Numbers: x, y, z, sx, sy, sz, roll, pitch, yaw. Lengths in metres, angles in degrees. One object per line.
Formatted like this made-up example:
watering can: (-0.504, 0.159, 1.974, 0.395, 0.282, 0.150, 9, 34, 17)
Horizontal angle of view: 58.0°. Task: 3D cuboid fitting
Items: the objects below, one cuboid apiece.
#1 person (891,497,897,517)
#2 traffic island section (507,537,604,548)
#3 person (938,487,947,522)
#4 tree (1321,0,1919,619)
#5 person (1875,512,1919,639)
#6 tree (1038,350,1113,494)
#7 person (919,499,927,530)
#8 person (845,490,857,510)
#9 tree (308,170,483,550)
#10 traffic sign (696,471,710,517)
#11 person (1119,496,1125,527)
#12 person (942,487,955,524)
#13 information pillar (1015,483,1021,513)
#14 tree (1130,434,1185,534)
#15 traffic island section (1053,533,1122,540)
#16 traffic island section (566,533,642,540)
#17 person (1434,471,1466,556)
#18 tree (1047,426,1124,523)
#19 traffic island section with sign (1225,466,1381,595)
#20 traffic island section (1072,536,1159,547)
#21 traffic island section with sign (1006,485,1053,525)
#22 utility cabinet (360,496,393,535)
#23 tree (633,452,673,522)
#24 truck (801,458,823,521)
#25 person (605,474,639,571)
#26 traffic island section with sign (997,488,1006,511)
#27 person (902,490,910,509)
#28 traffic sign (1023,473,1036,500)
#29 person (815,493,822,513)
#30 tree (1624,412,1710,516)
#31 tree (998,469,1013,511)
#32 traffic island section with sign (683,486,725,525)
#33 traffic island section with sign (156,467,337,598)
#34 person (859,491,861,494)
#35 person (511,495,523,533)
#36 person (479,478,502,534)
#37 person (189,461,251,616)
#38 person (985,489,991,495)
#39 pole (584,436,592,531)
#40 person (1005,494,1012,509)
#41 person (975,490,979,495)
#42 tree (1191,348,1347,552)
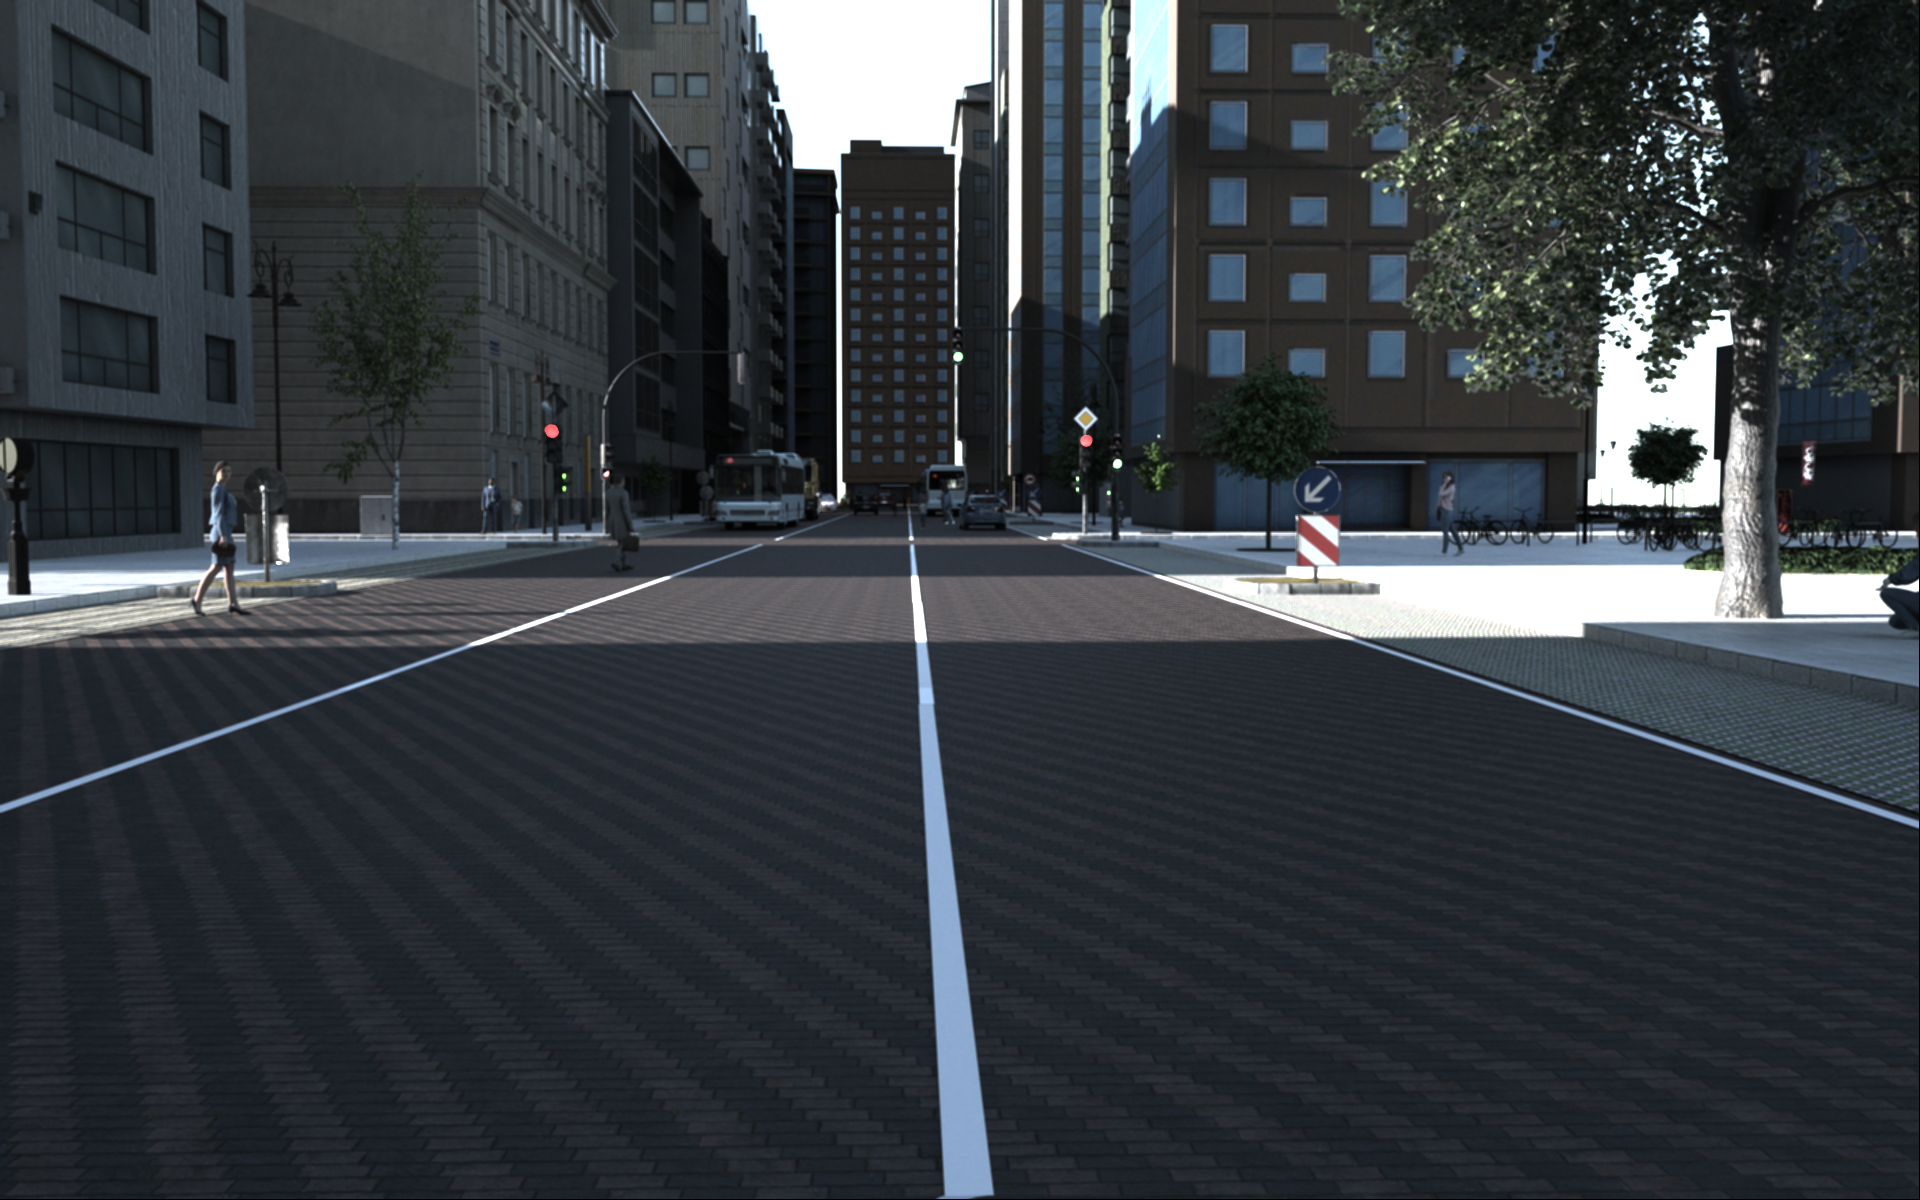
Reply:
person: (-4.127, -5.820, 108.323, 0.373, 1.253, 0.362, 3, 5, 43)
traffic island section: (-11.046, -1.527, 47.243, 2.009, 0.180, 2.903, 0, 4, -2)
person: (-0.874, -4.992, 90.476, 0.532, 1.782, 0.716, 1, 4, 18)
tree: (8.371, -6.792, 17.697, 9.857, 13.997, 8.962, 0, 3, 0)
person: (8.426, -0.234, 15.370, 0.738, 1.151, 1.012, 3, 5, 43)
tree: (6.186, -8.387, 87.487, 4.360, 8.622, 3.978, 0, 3, 0)
person: (-1.473, -3.401, 68.790, 0.332, 1.250, 0.352, 1, 4, 22)
person: (-9.549, -8.847, 153.157, 1.348, 1.823, 0.705, -1, 4, -14)
tree: (-13.073, -5.477, 39.911, 4.737, 8.622, 4.395, 0, 3, 0)
traffic sign: (-14.188, -5.840, 95.583, 0.768, 2.556, 0.104, 0, 4, 0)
person: (6.200, -3.420, 66.972, 0.382, 1.210, 0.505, 1, 4, 11)
person: (-0.528, -4.511, 82.515, 0.793, 1.790, 0.793, 1, 4, 15)
information pillar: (3.843, -6.774, 115.254, 0.304, 2.012, 0.304, 2, 4, 25)
tree: (6.344, -3.735, 55.674, 1.663, 3.219, 1.824, 0, 3, 0)
traffic island section: (4.046, -2.043, 55.683, 2.009, 0.180, 2.903, 0, 4, -2)
traffic island section: (-11.289, -2.015, 55.225, 2.009, 0.180, 2.903, 0, 4, -2)
person: (10.093, -1.773, 35.630, 0.643, 1.750, 0.593, 1, 4, 13)
tree: (5.510, -5.654, 76.156, 4.285, 4.588, 4.351, 0, 3, 0)
traffic island section with sign: (4.966, -1.030, 25.467, 1.989, 1.847, 2.006, 0, 4, -2)
traffic island section: (4.288, -1.555, 47.702, 2.009, 0.180, 2.903, 0, 4, -2)
traffic island section with sign: (3.288, -4.402, 80.601, 1.989, 1.847, 2.006, 0, 4, -2)
utility cabinet: (-18.176, -2.627, 54.106, 1.020, 1.237, 0.306, 0, 4, -5)
tree: (-13.868, -5.172, 79.165, 1.663, 3.219, 1.824, 0, 3, 0)
truck: (-9.208, -6.116, 95.920, 3.469, 3.379, 9.791, 0, 4, -3)
person: (-6.289, -1.447, 32.258, 0.694, 1.812, 0.767, 3, 4, 36)
traffic island section with sign: (2.468, -6.070, 107.870, 1.989, 1.847, 2.006, 0, 4, -2)
person: (-5.131, -9.390, 161.962, 0.705, 1.831, 1.348, 2, 4, 30)
traffic sign: (4.217, -6.421, 105.097, 0.768, 2.556, 0.104, 0, 4, 3)
person: (-10.539, -7.375, 129.255, 0.511, 1.800, 0.466, 0, 4, 8)
tree: (28.327, -5.251, 69.561, 4.285, 4.588, 4.351, 0, 3, 0)
tree: (3.666, -8.599, 135.189, 1.663, 3.219, 1.824, 0, 3, 0)
traffic island section with sign: (-11.717, -4.382, 80.275, 1.989, 1.847, 2.006, 0, 4, -2)
traffic island section with sign: (-10.032, -0.979, 24.642, 1.989, 1.847, 2.006, 0, 4, -2)
person: (-11.159, -11.340, 193.929, 0.705, 1.822, 1.348, 3, 5, 44)
person: (-14.446, -2.798, 56.468, 0.332, 1.250, 0.352, 2, 4, 33)
person: (-15.082, -3.023, 55.645, 0.721, 1.800, 0.419, -1, 4, -10)
person: (-8.759, -0.731, 20.472, 0.654, 1.822, 0.581, 0, 4, -3)
person: (2.608, -9.460, 161.632, 0.541, 1.710, 0.530, -1, 4, -11)
pole: (-12.980, -4.071, 60.412, 0.158, 3.312, 0.155, 0, 3, 0)
person: (4.289, -8.789, 152.963, 0.599, 1.433, 0.991, -3, 4, -37)
person: (1.805, -12.012, 203.265, 1.217, 1.723, 0.721, -1, 4, -23)
tree: (7.066, -3.389, 39.129, 4.285, 4.588, 4.351, 0, 3, 0)
